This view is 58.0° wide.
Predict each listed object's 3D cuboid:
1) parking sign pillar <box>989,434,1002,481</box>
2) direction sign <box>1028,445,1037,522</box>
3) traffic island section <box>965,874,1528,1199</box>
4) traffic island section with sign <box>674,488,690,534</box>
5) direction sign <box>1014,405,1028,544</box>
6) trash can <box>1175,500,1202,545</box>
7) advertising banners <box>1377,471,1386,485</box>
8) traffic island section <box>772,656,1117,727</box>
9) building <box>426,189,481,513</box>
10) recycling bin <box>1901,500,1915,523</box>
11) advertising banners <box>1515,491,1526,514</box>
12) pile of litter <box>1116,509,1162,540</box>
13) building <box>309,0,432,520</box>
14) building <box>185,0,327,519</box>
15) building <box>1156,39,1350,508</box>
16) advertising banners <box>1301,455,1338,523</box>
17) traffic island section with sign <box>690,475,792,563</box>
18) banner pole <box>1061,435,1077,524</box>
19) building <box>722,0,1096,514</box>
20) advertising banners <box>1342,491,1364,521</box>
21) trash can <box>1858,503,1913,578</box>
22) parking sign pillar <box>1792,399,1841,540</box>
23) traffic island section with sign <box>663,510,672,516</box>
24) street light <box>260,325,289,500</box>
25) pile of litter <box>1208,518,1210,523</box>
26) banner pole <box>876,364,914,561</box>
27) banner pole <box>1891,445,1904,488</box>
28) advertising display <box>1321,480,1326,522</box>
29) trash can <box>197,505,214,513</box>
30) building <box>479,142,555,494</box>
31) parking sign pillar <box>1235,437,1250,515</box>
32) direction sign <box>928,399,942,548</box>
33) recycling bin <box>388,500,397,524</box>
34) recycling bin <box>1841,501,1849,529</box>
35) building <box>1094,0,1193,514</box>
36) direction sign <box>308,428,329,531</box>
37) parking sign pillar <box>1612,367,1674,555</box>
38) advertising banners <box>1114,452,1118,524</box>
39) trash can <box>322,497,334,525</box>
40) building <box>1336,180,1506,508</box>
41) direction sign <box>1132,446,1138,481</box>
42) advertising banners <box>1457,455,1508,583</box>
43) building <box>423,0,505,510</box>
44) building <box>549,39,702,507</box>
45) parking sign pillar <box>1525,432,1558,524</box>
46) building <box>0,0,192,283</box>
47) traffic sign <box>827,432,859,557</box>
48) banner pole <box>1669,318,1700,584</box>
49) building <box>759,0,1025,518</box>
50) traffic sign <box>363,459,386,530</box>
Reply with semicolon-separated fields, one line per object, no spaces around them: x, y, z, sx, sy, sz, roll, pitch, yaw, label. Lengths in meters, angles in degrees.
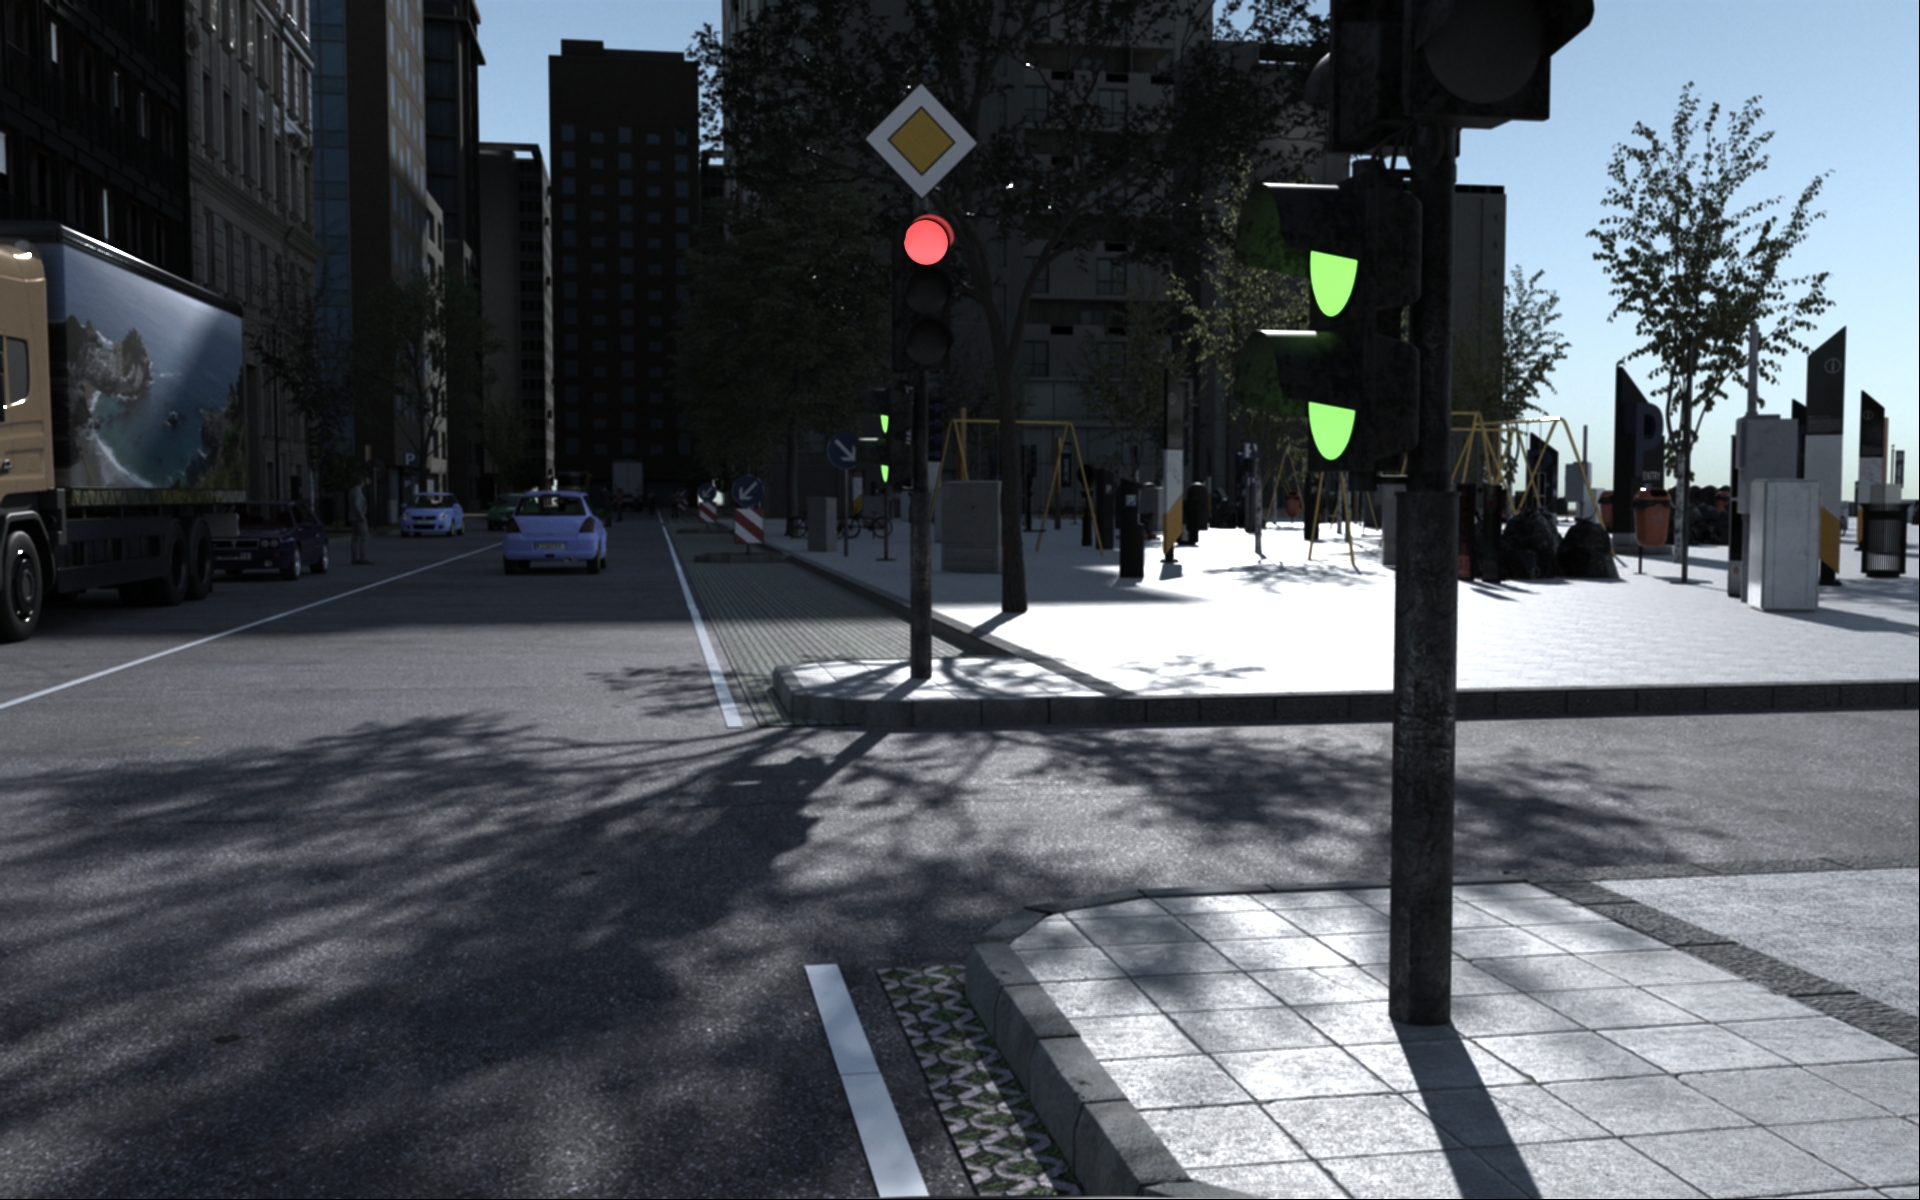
1.594;-5.381;76.454;1.447;3.967;1.447;0;4;-7;parking sign pillar
3.189;-5.387;80.069;0.876;3.537;0.379;3;5;41;direction sign
1.149;1.103;4.252;2.009;0.180;2.903;-1;4;-10;traffic island section
-9.353;-3.342;63.274;1.989;1.847;2.006;-1;4;-10;traffic island section with sign
1.447;-3.217;44.589;0.379;3.537;0.876;0;4;7;direction sign
5.713;-1.954;43.607;0.748;1.137;0.748;0;3;0;trash can
12.961;-3.327;50.582;2.074;3.025;0.090;1;4;20;advertising banners
-0.250;0.622;12.114;2.009;0.180;2.903;-1;4;-10;traffic island section
-46.231;-16.186;109.677;27.650;21.520;28.899;-1;4;-10;building
42.598;-3.984;77.699;0.722;1.027;0.722;3;4;37;recycling bin
24.122;-4.934;76.855;2.074;3.025;0.090;2;4;23;advertising banners
5.067;-2.150;49.111;1.176;0.858;1.719;-1;4;-12;pile of litter
-35.530;-26.835;88.856;14.600;45.320;14.200;-1;4;-10;building
-29.468;-15.886;56.992;12.463;27.353;25.104;-1;4;-10;building
26.848;-29.186;160.791;14.086;41.232;14.154;-1;4;-10;building
16.042;-4.965;77.368;2.074;3.025;0.090;-2;4;-25;advertising banners
-4.636;-1.719;36.733;1.989;1.847;2.006;-1;4;-10;traffic island section with sign
4.664;-5.108;73.533;0.863;3.779;0.401;1;4;20;banner pole
-6.096;-34.151;147.601;28.713;52.752;27.495;-1;4;-10;building
19.186;-5.364;83.894;2.074;3.025;0.090;-2;4;-29;advertising banners
14.270;-0.923;26.743;0.748;1.137;0.748;0;3;0;trash can
23.979;-3.680;48.634;1.447;3.967;1.447;3;5;42;parking sign pillar
-18.074;-6.341;112.302;1.989;1.847;2.006;-1;4;-10;traffic island section with sign
-18.755;-4.571;47.519;0.468;5.910;1.993;-1;4;-10;street light
11.835;-3.891;77.590;1.719;0.858;1.176;1;4;10;pile of litter
-1.194;-2.651;33.367;0.863;3.779;0.401;0;4;-1;banner pole
47.388;-5.973;87.674;0.863;3.779;0.401;0;4;-6;banner pole
16.364;-4.553;79.657;0.974;1.923;0.123;3;4;36;advertising display
-16.904;-1.642;38.498;0.748;1.137;0.748;0;3;0;trash can
-54.990;-29.933;181.291;23.993;40.220;32.217;-1;4;-10;building
13.256;-5.677;81.294;1.447;3.967;1.447;0;4;-2;parking sign pillar
-0.864;-3.009;41.197;0.876;3.537;0.379;0;4;1;direction sign
-24.307;-3.719;73.353;0.722;1.027;0.722;0;4;2;recycling bin
32.001;-3.112;63.441;0.722;1.027;0.722;-2;4;-24;recycling bin
-1.191;-32.499;120.598;28.713;52.752;27.495;-1;4;-10;building
-22.012;-4.132;59.559;0.379;3.537;0.876;2;4;28;direction sign
14.540;-2.972;37.067;1.447;3.967;1.447;-3;4;-38;parking sign pillar
6.448;-4.737;73.643;0.090;3.025;2.074;-1;4;-9;advertising banners
-26.439;-3.701;72.159;0.748;1.137;0.748;0;3;0;trash can
41.593;-23.957;163.390;14.107;30.474;14.160;-1;4;-10;building
8.193;-5.456;81.208;0.379;3.537;0.876;-1;4;-8;direction sign
7.527;-1.805;25.702;0.090;3.025;2.074;-1;4;-13;advertising banners
-52.798;-29.876;143.091;28.867;44.769;22.147;-1;4;-10;building
-33.658;-32.123;175.327;14.200;45.320;14.600;-1;4;-10;building
25.252;-5.303;75.170;1.447;3.967;1.447;-3;5;-40;parking sign pillar
-25.173;-12.688;37.124;12.332;23.373;15.834;-1;4;-10;building
-2.343;-2.166;35.526;0.768;2.556;0.104;0;4;-7;traffic sign
10.300;-2.109;24.501;0.401;3.779;0.863;1;4;21;banner pole
-4.443;-25.384;98.621;14.154;41.232;14.086;-1;4;-10;building
-21.102;-3.813;62.449;0.768;2.556;0.104;-1;4;-10;traffic sign
